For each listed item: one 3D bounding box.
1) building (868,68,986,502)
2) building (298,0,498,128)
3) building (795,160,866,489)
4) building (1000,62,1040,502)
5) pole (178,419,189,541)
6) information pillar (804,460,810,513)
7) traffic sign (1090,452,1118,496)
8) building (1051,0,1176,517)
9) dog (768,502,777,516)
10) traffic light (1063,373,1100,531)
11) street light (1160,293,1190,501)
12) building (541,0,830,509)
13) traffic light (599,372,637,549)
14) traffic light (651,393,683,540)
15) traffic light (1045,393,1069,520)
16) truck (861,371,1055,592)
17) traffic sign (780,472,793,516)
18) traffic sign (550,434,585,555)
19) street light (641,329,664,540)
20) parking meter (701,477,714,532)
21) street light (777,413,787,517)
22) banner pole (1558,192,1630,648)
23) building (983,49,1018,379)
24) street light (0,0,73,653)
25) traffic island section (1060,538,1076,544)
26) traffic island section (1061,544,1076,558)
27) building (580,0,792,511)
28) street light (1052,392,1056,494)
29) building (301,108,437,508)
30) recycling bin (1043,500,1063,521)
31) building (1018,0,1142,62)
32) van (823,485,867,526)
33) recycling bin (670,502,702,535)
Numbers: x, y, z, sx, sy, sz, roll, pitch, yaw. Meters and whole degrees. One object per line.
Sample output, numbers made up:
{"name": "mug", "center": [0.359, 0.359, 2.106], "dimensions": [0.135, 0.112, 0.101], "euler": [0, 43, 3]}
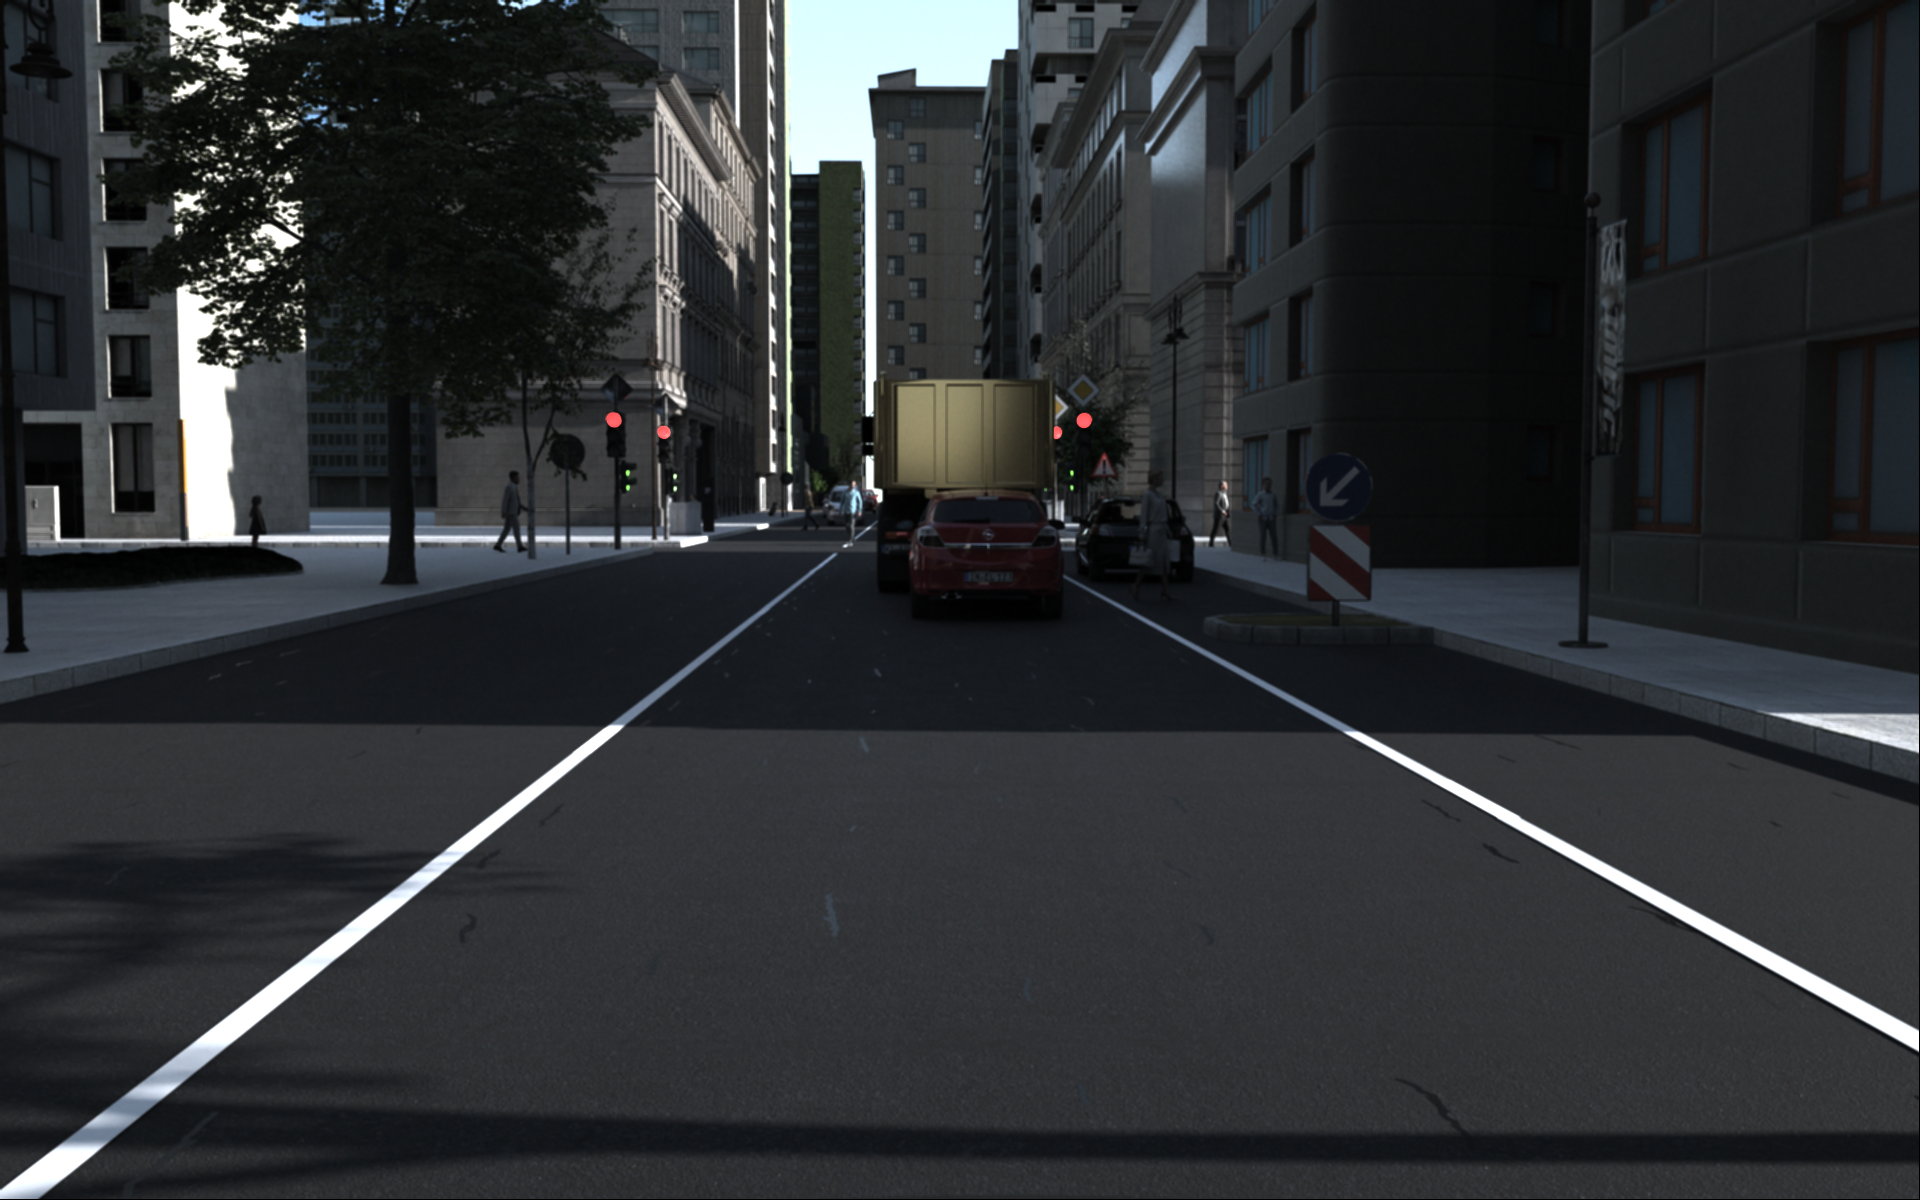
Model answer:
{"name": "building", "center": [2.335, -38.795, 223.537], "dimensions": [27.495, 52.752, 28.713], "euler": [0, 4, -2]}
{"name": "building", "center": [-70.998, -55.309, 216.979], "dimensions": [31.000, 86.520, 22.319], "euler": [0, 4, -2]}
{"name": "building", "center": [-18.723, -32.493, 214.858], "dimensions": [14.086, 41.232, 14.154], "euler": [0, 4, -2]}
{"name": "building", "center": [10.841, -29.626, 167.975], "dimensions": [14.154, 41.232, 14.086], "euler": [0, 4, -2]}
{"name": "pole", "center": [-21.191, -3.266, 47.243], "dimensions": [0.158, 3.312, 0.155], "euler": [0, 3, 0]}
{"name": "information pillar", "center": [-10.565, -7.874, 120.096], "dimensions": [0.183, 3.616, 0.504], "euler": [-3, 5, -45]}
{"name": "traffic sign", "center": [4.513, -3.314, 54.188], "dimensions": [0.884, 2.594, 0.081], "euler": [0, 4, 6]}
{"name": "building", "center": [13.814, -15.581, 88.039], "dimensions": [16.112, 22.955, 30.059], "euler": [0, 4, -2]}
{"name": "dog", "center": [-10.908, -5.287, 100.829], "dimensions": [0.513, 0.831, 0.800], "euler": [-1, 4, -10]}
{"name": "traffic light", "center": [2.841, -3.145, 40.337], "dimensions": [0.839, 4.253, 0.868], "euler": [0, 4, -2]}
{"name": "street light", "center": [4.955, -4.113, 40.031], "dimensions": [0.468, 5.910, 1.993], "euler": [0, 4, -2]}
{"name": "building", "center": [-30.091, -53.288, 183.929], "dimensions": [31.000, 86.520, 22.319], "euler": [0, 4, -2]}
{"name": "traffic light", "center": [-7.915, -3.126, 40.025], "dimensions": [0.839, 4.253, 0.868], "euler": [0, 4, -2]}
{"name": "traffic light", "center": [-8.136, -3.614, 48.007], "dimensions": [0.839, 4.253, 0.868], "euler": [0, 4, -2]}
{"name": "traffic light", "center": [2.621, -3.633, 48.319], "dimensions": [0.839, 4.253, 0.868], "euler": [0, 4, -2]}
{"name": "truck", "center": [-0.046, -2.024, 29.016], "dimensions": [3.469, 3.379, 9.791], "euler": [0, 4, -1]}
{"name": "traffic sign", "center": [-9.993, -6.099, 99.822], "dimensions": [0.768, 2.556, 0.104], "euler": [0, 4, 5]}
{"name": "traffic sign", "center": [-8.309, -2.235, 36.651], "dimensions": [0.768, 2.556, 0.104], "euler": [0, 4, 5]}
{"name": "street light", "center": [-8.622, -4.643, 48.701], "dimensions": [0.468, 5.910, 1.993], "euler": [0, 4, -2]}
{"name": "parking meter", "center": [-8.528, -3.233, 58.574], "dimensions": [0.399, 1.863, 0.255], "euler": [0, 4, -1]}
{"name": "street light", "center": [-9.952, -7.601, 97.063], "dimensions": [0.468, 5.910, 1.993], "euler": [0, 4, -2]}
{"name": "banner pole", "center": [5.270, -1.482, 14.253], "dimensions": [0.401, 3.779, 0.863], "euler": [0, 4, -5]}
{"name": "building", "center": [13.522, -34.414, 186.369], "dimensions": [21.300, 48.544, 21.600], "euler": [0, 4, -2]}
{"name": "street light", "center": [-7.665, -2.514, 13.891], "dimensions": [0.468, 5.910, 1.993], "euler": [0, 4, -2]}
{"name": "traffic island section", "center": [2.661, -1.600, 48.434], "dimensions": [2.009, 0.180, 2.903], "euler": [0, 4, -2]}
{"name": "traffic island section", "center": [2.882, -1.111, 40.452], "dimensions": [2.009, 0.180, 2.903], "euler": [0, 4, -2]}
{"name": "building", "center": [-20.164, -27.270, 129.465], "dimensions": [14.154, 41.232, 14.086], "euler": [0, 4, -2]}
{"name": "street light", "center": [3.991, -6.192, 74.019], "dimensions": [0.468, 5.910, 1.993], "euler": [0, 4, -2]}
{"name": "building", "center": [-57.445, -29.843, 179.806], "dimensions": [23.993, 40.220, 32.217], "euler": [0, 4, -2]}
{"name": "recycling bin", "center": [3.747, -3.507, 69.897], "dimensions": [0.722, 1.027, 0.722], "euler": [-1, 4, -8]}
{"name": "building", "center": [19.008, -34.051, 145.965], "dimensions": [28.713, 52.752, 27.495], "euler": [0, 4, -2]}
{"name": "van", "center": [-5.270, -4.462, 79.958], "dimensions": [2.013, 2.044, 4.112], "euler": [0, 4, -2]}
{"name": "recycling bin", "center": [-8.574, -2.543, 54.139], "dimensions": [0.722, 1.027, 0.722], "euler": [2, 4, 33]}
